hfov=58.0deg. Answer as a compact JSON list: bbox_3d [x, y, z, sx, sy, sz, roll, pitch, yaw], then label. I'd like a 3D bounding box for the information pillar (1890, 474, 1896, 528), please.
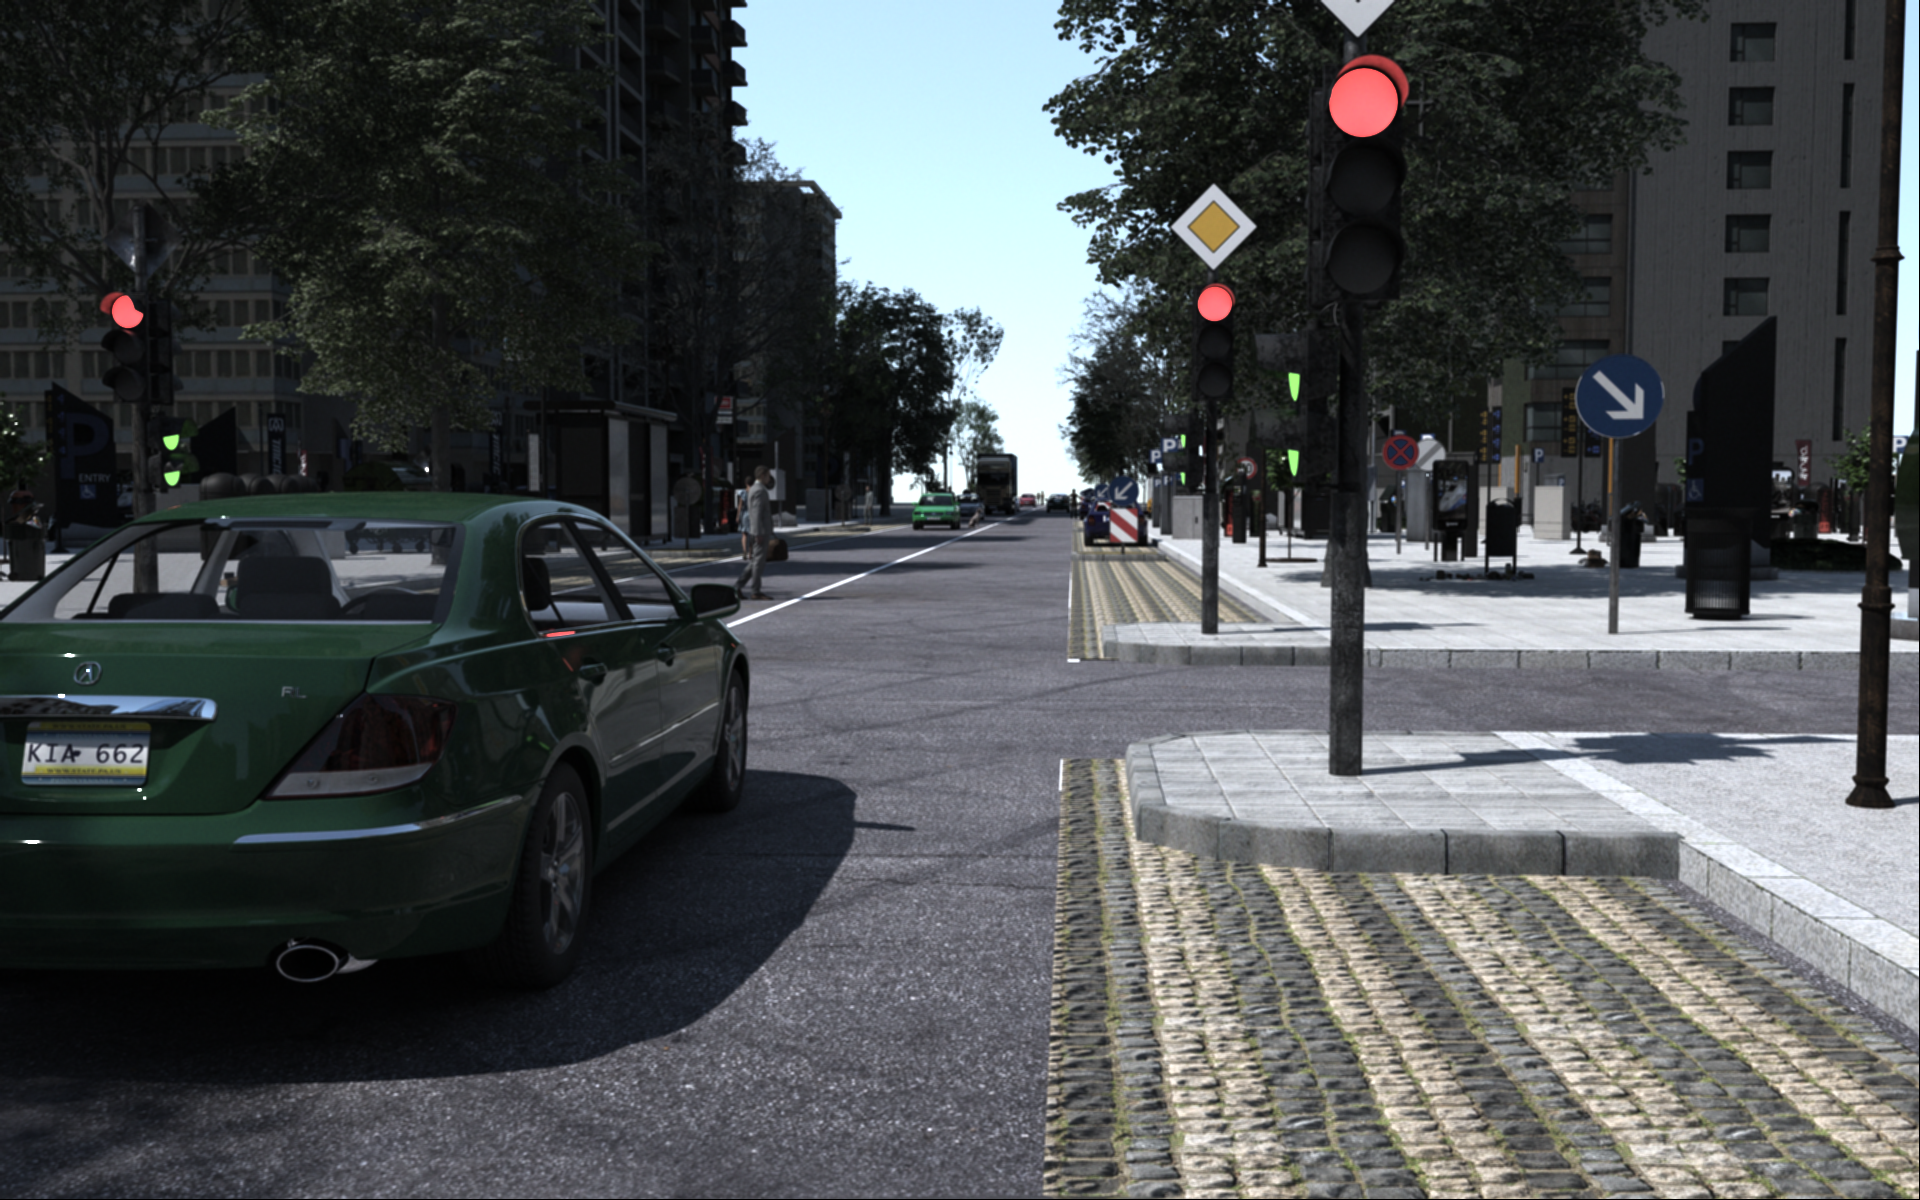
[{"bbox_3d":[34.895,-3.690,64.818,0.304,2.012,0.304,3,5,44],"label":"information pillar"}]

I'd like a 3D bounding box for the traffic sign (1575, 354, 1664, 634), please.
[{"bbox_3d":[5.998,-0.961,15.826,0.768,2.556,0.104,1,4,13],"label":"traffic sign"}]

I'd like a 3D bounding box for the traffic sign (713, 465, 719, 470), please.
[{"bbox_3d":[-10.753,-4.574,74.894,0.768,2.556,0.104,0,4,5],"label":"traffic sign"}]

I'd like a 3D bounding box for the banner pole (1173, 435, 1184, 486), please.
[{"bbox_3d":[8.286,-4.633,65.770,0.401,3.779,0.863,-2,4,-35],"label":"banner pole"}]

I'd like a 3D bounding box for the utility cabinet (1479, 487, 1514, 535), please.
[{"bbox_3d":[16.416,-2.710,52.984,0.318,1.500,1.173,-2,4,-26],"label":"utility cabinet"}]

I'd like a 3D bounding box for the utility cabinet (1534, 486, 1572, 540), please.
[{"bbox_3d":[16.586,-2.433,48.460,0.318,1.500,1.173,-1,4,-21],"label":"utility cabinet"}]

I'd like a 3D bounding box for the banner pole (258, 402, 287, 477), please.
[{"bbox_3d":[-18.754,-3.495,47.155,0.863,3.779,0.401,-2,4,-28],"label":"banner pole"}]

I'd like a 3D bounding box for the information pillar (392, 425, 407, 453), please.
[{"bbox_3d":[-18.108,-3.959,56.085,0.504,3.616,0.183,-1,4,-14],"label":"information pillar"}]

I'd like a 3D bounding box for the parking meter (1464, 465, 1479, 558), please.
[{"bbox_3d":[10.372,-1.799,35.122,0.255,1.863,0.399,1,4,17],"label":"parking meter"}]

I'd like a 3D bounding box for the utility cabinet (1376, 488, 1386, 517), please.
[{"bbox_3d":[16.645,-3.612,67.742,1.173,1.500,0.318,0,4,2],"label":"utility cabinet"}]

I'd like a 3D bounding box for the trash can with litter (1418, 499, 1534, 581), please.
[{"bbox_3d":[7.804,-0.928,26.236,2.233,1.210,1.678,-1,4,-19],"label":"trash can with litter"}]

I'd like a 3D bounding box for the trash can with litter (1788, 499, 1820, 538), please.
[{"bbox_3d":[18.509,-1.629,38.016,0.624,1.170,1.055,2,4,24],"label":"trash can with litter"}]

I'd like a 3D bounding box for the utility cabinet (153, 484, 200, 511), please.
[{"bbox_3d":[-17.081,-1.792,37.984,1.173,1.500,0.318,-2,4,-28],"label":"utility cabinet"}]

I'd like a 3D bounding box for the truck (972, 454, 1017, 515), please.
[{"bbox_3d":[2.593,-8.140,121.995,2.839,4.237,11.283,0,4,4],"label":"truck"}]

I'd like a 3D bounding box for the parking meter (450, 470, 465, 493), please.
[{"bbox_3d":[-12.041,-2.182,41.387,0.399,1.863,0.255,1,4,20],"label":"parking meter"}]

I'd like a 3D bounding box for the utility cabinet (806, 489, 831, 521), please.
[{"bbox_3d":[-6.647,-4.444,81.341,1.173,1.500,0.318,0,4,6],"label":"utility cabinet"}]

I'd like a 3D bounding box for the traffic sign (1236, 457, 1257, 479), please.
[{"bbox_3d":[9.870,-3.656,59.884,0.768,2.556,0.104,0,4,8],"label":"traffic sign"}]

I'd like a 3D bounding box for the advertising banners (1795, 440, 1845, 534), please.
[{"bbox_3d":[27.951,-3.652,55.893,2.074,3.025,0.090,0,4,1],"label":"advertising banners"}]

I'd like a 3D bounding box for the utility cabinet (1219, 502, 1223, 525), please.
[{"bbox_3d":[10.800,-3.752,70.024,1.173,1.500,0.318,3,4,37],"label":"utility cabinet"}]

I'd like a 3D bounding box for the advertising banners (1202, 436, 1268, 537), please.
[{"bbox_3d":[8.166,-3.394,51.687,2.074,3.025,0.090,1,4,22],"label":"advertising banners"}]

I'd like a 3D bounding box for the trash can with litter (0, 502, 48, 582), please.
[{"bbox_3d":[-13.999,-0.861,25.460,1.055,1.170,0.624,-1,4,-13],"label":"trash can with litter"}]

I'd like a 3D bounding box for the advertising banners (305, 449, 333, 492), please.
[{"bbox_3d":[-25.004,-4.362,67.508,2.074,3.025,0.090,1,4,22],"label":"advertising banners"}]

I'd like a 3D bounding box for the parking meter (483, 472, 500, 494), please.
[{"bbox_3d":[-12.311,-2.434,45.503,0.399,1.863,0.255,2,4,31],"label":"parking meter"}]

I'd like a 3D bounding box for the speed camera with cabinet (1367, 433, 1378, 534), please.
[{"bbox_3d":[13.418,-3.832,56.983,0.660,3.252,2.038,1,4,15],"label":"speed camera with cabinet"}]

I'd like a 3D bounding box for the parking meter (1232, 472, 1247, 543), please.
[{"bbox_3d":[7.276,-2.407,45.073,0.255,1.863,0.399,2,4,32],"label":"parking meter"}]

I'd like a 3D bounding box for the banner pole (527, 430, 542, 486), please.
[{"bbox_3d":[-16.597,-4.749,67.670,0.863,3.779,0.401,-1,4,-22],"label":"banner pole"}]

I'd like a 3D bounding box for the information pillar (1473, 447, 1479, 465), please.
[{"bbox_3d":[25.500,-5.765,85.609,0.183,3.616,0.504,0,4,-7],"label":"information pillar"}]

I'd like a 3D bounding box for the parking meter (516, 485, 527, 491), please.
[{"bbox_3d":[-12.756,-2.574,50.504,0.372,1.533,0.369,0,3,0],"label":"parking meter"}]

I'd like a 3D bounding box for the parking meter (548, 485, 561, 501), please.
[{"bbox_3d":[-11.046,-2.372,47.195,0.372,1.533,0.369,0,3,0],"label":"parking meter"}]

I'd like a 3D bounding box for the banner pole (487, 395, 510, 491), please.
[{"bbox_3d":[-11.613,-3.294,43.872,0.401,3.779,0.863,2,4,34],"label":"banner pole"}]

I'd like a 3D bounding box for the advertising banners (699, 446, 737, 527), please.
[{"bbox_3d":[-8.456,-4.078,62.865,2.074,3.025,0.090,0,4,7],"label":"advertising banners"}]

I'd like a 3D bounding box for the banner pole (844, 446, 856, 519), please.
[{"bbox_3d":[-5.718,-6.065,89.181,0.401,3.779,0.863,3,4,37],"label":"banner pole"}]

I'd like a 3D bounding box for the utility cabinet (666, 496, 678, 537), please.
[{"bbox_3d":[-8.975,-2.517,52.318,0.306,1.237,1.020,2,4,35],"label":"utility cabinet"}]

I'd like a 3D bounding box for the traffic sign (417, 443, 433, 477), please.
[{"bbox_3d":[-11.952,-2.315,39.034,0.795,2.450,0.064,1,4,9],"label":"traffic sign"}]

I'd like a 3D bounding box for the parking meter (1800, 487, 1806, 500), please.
[{"bbox_3d":[29.685,-3.224,61.127,0.372,1.533,0.369,0,3,0],"label":"parking meter"}]

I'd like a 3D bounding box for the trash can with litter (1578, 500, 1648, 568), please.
[{"bbox_3d":[11.354,-1.145,30.113,1.055,1.170,0.624,0,4,5],"label":"trash can with litter"}]

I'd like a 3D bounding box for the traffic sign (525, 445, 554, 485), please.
[{"bbox_3d":[-10.838,-2.722,44.615,0.768,2.556,0.104,0,4,5],"label":"traffic sign"}]

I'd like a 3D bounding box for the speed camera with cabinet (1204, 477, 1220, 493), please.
[{"bbox_3d":[12.961,-5.637,86.507,0.660,3.252,2.038,-2,4,-25],"label":"speed camera with cabinet"}]

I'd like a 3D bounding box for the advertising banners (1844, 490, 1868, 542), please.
[{"bbox_3d":[24.698,-3.112,47.070,2.074,3.025,0.090,-3,4,-36],"label":"advertising banners"}]

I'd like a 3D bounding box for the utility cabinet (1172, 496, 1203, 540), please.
[{"bbox_3d":[6.534,-2.315,49.009,1.020,1.237,0.306,1,4,21],"label":"utility cabinet"}]

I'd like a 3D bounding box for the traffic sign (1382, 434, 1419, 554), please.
[{"bbox_3d":[9.372,-2.251,36.916,0.768,2.556,0.104,1,4,9],"label":"traffic sign"}]

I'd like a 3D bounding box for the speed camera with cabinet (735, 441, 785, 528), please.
[{"bbox_3d":[-7.558,-4.345,65.380,2.038,3.252,0.660,2,4,33],"label":"speed camera with cabinet"}]

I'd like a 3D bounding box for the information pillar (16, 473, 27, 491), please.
[{"bbox_3d":[-32.078,-3.348,59.239,0.304,2.012,0.304,-3,4,-36],"label":"information pillar"}]

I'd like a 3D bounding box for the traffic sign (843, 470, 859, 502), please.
[{"bbox_3d":[-5.799,-5.637,92.172,0.884,2.594,0.081,0,4,7],"label":"traffic sign"}]

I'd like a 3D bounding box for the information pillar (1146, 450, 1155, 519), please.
[{"bbox_3d":[10.004,-6.057,90.394,0.504,3.616,0.183,1,4,10],"label":"information pillar"}]

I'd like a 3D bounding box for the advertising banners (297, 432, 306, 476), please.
[{"bbox_3d":[-19.135,-3.293,50.021,0.090,3.025,2.074,-2,4,-25],"label":"advertising banners"}]
